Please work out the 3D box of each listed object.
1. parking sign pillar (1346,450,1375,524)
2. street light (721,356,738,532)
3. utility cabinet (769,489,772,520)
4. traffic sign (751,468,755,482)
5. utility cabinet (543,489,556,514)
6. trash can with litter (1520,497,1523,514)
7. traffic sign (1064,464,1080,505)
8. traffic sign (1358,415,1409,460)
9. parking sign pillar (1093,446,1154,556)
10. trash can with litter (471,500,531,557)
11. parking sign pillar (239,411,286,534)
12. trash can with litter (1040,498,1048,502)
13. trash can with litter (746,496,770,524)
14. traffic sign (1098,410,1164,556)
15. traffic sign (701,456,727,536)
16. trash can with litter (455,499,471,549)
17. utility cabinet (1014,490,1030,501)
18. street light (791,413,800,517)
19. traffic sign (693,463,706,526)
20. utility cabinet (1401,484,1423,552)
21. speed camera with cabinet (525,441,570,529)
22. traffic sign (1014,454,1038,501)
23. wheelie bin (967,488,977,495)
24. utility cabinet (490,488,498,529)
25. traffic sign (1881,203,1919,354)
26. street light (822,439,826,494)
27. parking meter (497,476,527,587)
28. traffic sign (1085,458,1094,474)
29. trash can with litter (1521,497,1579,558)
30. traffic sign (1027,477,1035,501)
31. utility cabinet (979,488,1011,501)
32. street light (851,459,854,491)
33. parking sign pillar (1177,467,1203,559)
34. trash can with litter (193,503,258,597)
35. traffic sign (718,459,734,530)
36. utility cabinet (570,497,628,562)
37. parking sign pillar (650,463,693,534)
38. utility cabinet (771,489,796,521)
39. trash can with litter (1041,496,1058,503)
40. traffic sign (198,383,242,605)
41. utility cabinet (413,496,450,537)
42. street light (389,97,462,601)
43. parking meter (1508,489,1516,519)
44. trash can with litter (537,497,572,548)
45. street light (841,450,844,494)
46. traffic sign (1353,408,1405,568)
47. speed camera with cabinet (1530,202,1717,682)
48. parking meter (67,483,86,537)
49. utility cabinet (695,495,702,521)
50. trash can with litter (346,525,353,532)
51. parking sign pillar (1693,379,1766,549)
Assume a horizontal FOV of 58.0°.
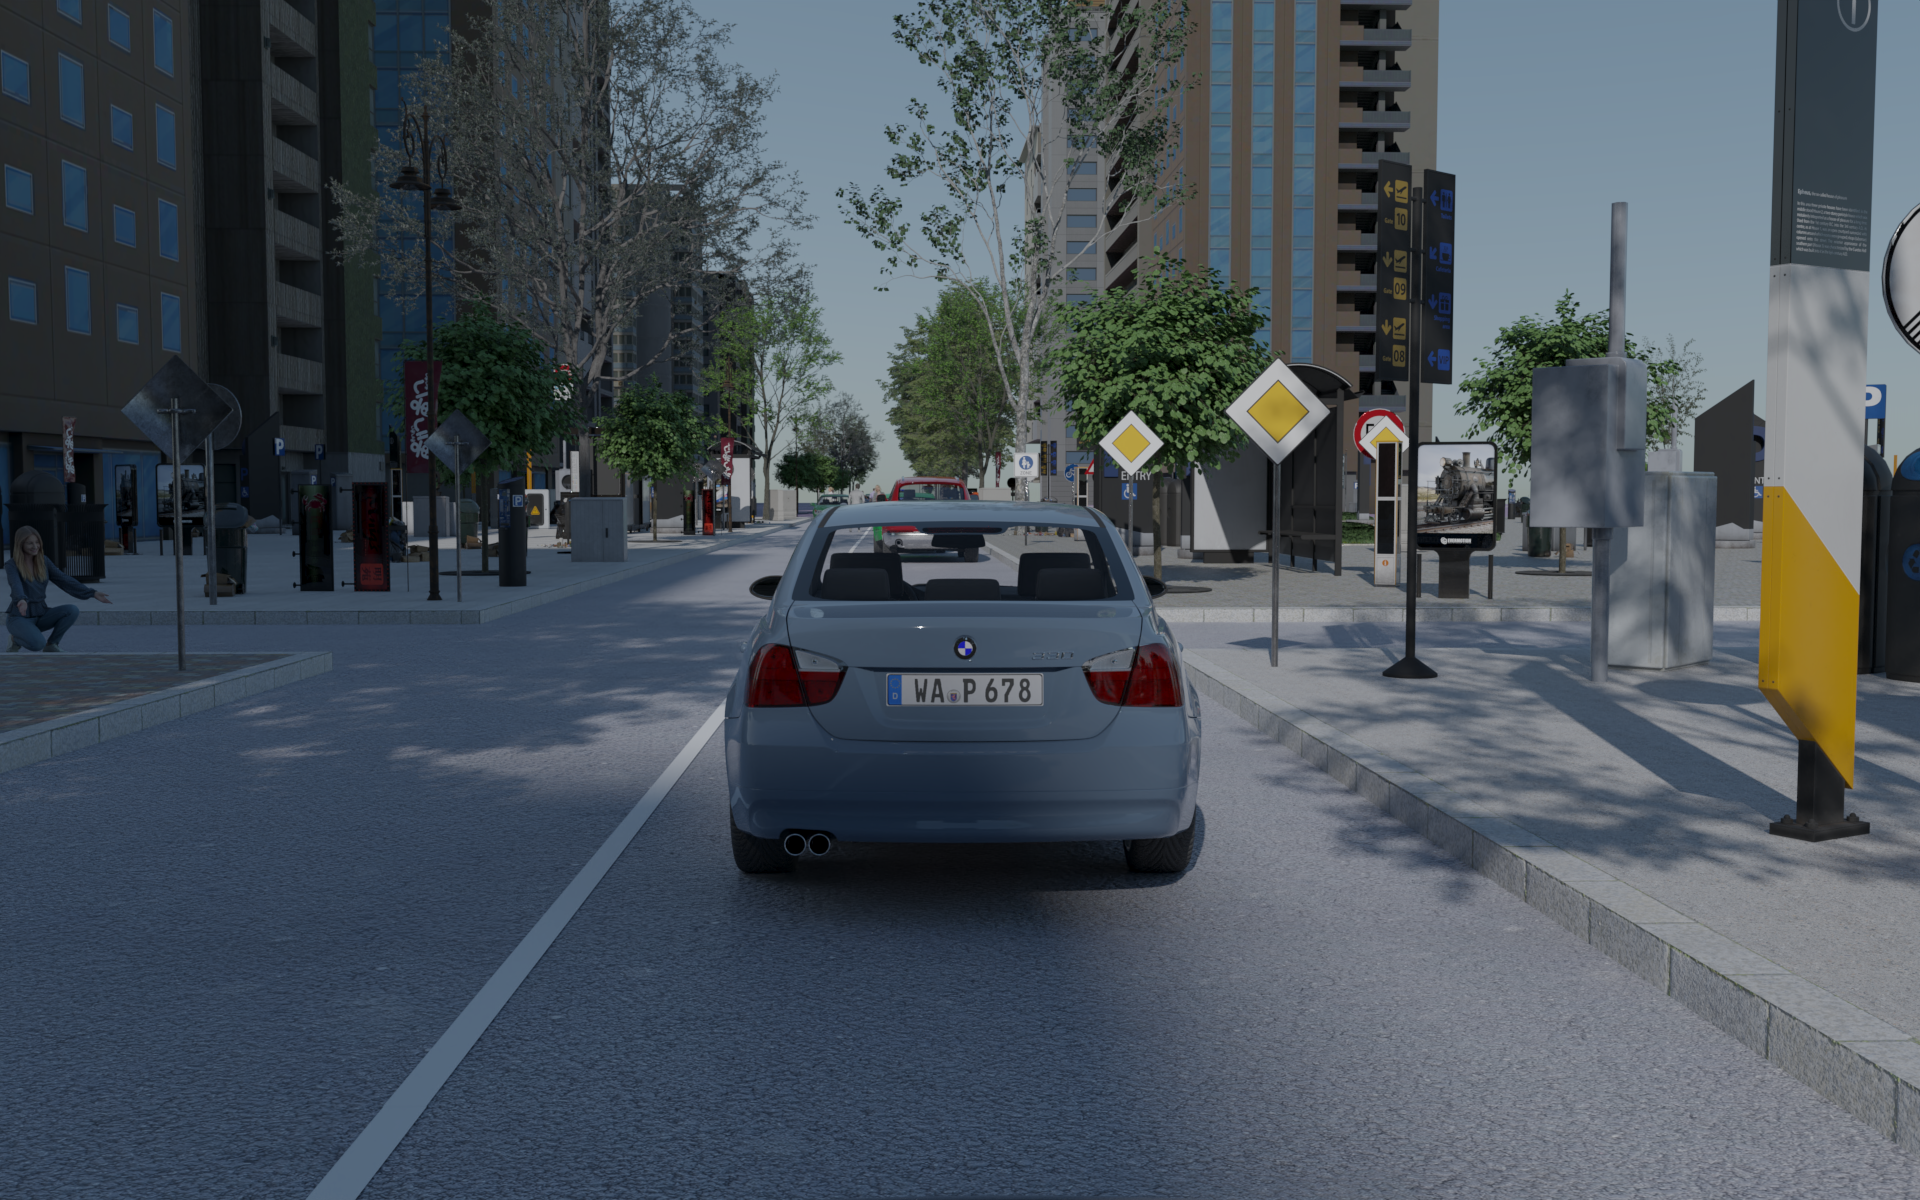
[{"bbox_3d":[17.199,-5.220,73.819,1.447,3.967,1.447,1,4,8],"label":"parking sign pillar"},{"bbox_3d":[-7.729,-5.219,58.118,0.468,5.910,1.993,0,4,-2],"label":"street light"},{"bbox_3d":[-10.149,-5.213,93.918,0.318,1.500,1.173,0,4,5],"label":"utility cabinet"},{"bbox_3d":[-9.774,-4.851,79.416,0.768,2.556,0.104,0,4,7],"label":"traffic sign"},{"bbox_3d":[-19.097,-4.370,80.127,0.318,1.500,1.173,-3,4,-39],"label":"utility cabinet"},{"bbox_3d":[25.213,-3.984,76.523,0.624,1.170,1.055,-1,4,-18],"label":"trash can with litter"},{"bbox_3d":[4.788,-4.477,73.307,0.768,2.556,0.104,0,4,4],"label":"traffic sign"},{"bbox_3d":[6.243,-1.485,25.465,0.795,2.450,0.064,0,4,3],"label":"traffic sign"},{"bbox_3d":[3.495,-2.940,36.543,1.447,3.967,1.447,-1,4,-17],"label":"parking sign pillar"},{"bbox_3d":[-9.267,-1.459,35.242,1.055,1.170,0.624,1,4,22],"label":"trash can with litter"},{"bbox_3d":[-22.638,-4.133,56.041,1.447,3.967,1.447,2,4,26],"label":"parking sign pillar"},{"bbox_3d":[2.498,-2.851,57.993,1.055,1.170,0.624,0,4,3],"label":"trash can with litter"},{"bbox_3d":[-9.132,-3.952,75.677,1.678,1.210,2.233,0,4,-4],"label":"trash can with litter"},{"bbox_3d":[2.046,-1.048,20.783,0.795,2.450,0.064,0,4,-2],"label":"traffic sign"},{"bbox_3d":[-7.465,-3.141,52.538,0.795,2.450,0.064,0,4,1],"label":"traffic sign"},{"bbox_3d":[-11.441,-1.789,40.630,0.624,1.170,1.055,-2,4,-32],"label":"trash can with litter"},{"bbox_3d":[3.349,-5.210,93.861,0.318,1.500,1.173,2,4,31],"label":"utility cabinet"},{"bbox_3d":[-9.181,-7.608,97.177,0.468,5.910,1.993,0,4,-2],"label":"street light"},{"bbox_3d":[-10.732,-4.308,70.541,0.768,2.556,0.104,0,4,3],"label":"traffic sign"},{"bbox_3d":[9.756,-1.804,38.180,1.173,1.500,0.318,-1,4,-16],"label":"utility cabinet"},{"bbox_3d":[-15.107,-4.231,63.521,2.038,3.252,0.660,-2,4,-29],"label":"speed camera with cabinet"},{"bbox_3d":[1.639,-2.503,43.046,0.606,2.300,0.079,0,4,4],"label":"traffic sign"},{"bbox_3d":[0.635,-5.159,92.259,0.980,1.594,0.693,0,3,0],"label":"wheelie bin"},{"bbox_3d":[-16.722,-3.334,63.197,0.318,1.500,1.173,-3,5,-44],"label":"utility cabinet"},{"bbox_3d":[4.153,-0.432,7.173,0.768,2.556,0.104,0,4,0],"label":"traffic sign"},{"bbox_3d":[-10.562,-9.892,134.524,0.468,5.910,1.993,0,4,-2],"label":"street light"},{"bbox_3d":[-6.227,-0.958,24.074,0.372,1.533,0.369,0,3,0],"label":"parking meter"},{"bbox_3d":[3.789,-2.845,46.514,0.884,2.594,0.081,0,4,3],"label":"traffic sign"},{"bbox_3d":[12.036,-1.457,35.207,1.055,1.170,0.624,1,4,15],"label":"trash can with litter"},{"bbox_3d":[2.826,-4.427,72.495,0.768,2.556,0.104,0,4,1],"label":"traffic sign"},{"bbox_3d":[1.214,-3.200,60.993,1.173,1.500,0.318,-2,4,-32],"label":"utility cabinet"},{"bbox_3d":[-13.517,-14.974,217.617,0.468,5.910,1.993,0,4,-2],"label":"street light"},{"bbox_3d":[5.071,-2.815,34.504,1.447,3.967,1.447,0,4,3],"label":"parking sign pillar"},{"bbox_3d":[-9.279,-0.647,21.972,0.624,1.170,1.055,-1,4,-17],"label":"trash can with litter"},{"bbox_3d":[-8.399,-3.753,61.470,0.768,2.556,0.104,0,4,-2],"label":"traffic sign"},{"bbox_3d":[-6.831,-1.322,32.777,1.020,1.237,0.306,0,4,6],"label":"utility cabinet"},{"bbox_3d":[-9.436,-4.173,56.703,1.447,3.967,1.447,-2,4,-27],"label":"parking sign pillar"},{"bbox_3d":[-8.818,-4.817,87.439,1.173,1.500,0.318,-3,5,-42],"label":"utility cabinet"},{"bbox_3d":[2.372,-2.620,53.893,2.233,1.210,1.678,0,4,-3],"label":"trash can with litter"},{"bbox_3d":[-8.652,-1.216,19.991,0.768,2.556,0.104,0,4,8],"label":"traffic sign"},{"bbox_3d":[-15.839,-2.492,51.904,1.020,1.237,0.306,0,4,6],"label":"utility cabinet"},{"bbox_3d":[-6.348,-2.933,20.745,0.468,5.910,1.993,0,4,-2],"label":"street light"},{"bbox_3d":[28.000,-4.862,87.903,0.372,1.533,0.369,0,3,0],"label":"parking meter"},{"bbox_3d":[-9.672,-1.900,42.125,1.678,1.210,2.233,0,4,0],"label":"trash can with litter"},{"bbox_3d":[-12.200,-12.690,180.267,0.468,5.910,1.993,0,4,-2],"label":"street light"},{"bbox_3d":[6.242,-1.576,25.879,0.768,2.556,0.104,0,4,2],"label":"traffic sign"},{"bbox_3d":[4.811,-1.110,12.479,0.660,3.252,2.038,3,5,43],"label":"speed camera with cabinet"},{"bbox_3d":[-19.713,-1.850,38.663,0.372,1.533,0.369,0,3,0],"label":"parking meter"},{"bbox_3d":[-13.150,-4.696,87.935,0.306,1.237,1.020,1,4,17],"label":"utility cabinet"},{"bbox_3d":[-18.912,-2.665,54.954,1.055,1.170,0.624,-3,4,-39],"label":"trash can with litter"},{"bbox_3d":[18.224,-3.231,41.295,1.447,3.967,1.447,3,4,39],"label":"parking sign pillar"}]
